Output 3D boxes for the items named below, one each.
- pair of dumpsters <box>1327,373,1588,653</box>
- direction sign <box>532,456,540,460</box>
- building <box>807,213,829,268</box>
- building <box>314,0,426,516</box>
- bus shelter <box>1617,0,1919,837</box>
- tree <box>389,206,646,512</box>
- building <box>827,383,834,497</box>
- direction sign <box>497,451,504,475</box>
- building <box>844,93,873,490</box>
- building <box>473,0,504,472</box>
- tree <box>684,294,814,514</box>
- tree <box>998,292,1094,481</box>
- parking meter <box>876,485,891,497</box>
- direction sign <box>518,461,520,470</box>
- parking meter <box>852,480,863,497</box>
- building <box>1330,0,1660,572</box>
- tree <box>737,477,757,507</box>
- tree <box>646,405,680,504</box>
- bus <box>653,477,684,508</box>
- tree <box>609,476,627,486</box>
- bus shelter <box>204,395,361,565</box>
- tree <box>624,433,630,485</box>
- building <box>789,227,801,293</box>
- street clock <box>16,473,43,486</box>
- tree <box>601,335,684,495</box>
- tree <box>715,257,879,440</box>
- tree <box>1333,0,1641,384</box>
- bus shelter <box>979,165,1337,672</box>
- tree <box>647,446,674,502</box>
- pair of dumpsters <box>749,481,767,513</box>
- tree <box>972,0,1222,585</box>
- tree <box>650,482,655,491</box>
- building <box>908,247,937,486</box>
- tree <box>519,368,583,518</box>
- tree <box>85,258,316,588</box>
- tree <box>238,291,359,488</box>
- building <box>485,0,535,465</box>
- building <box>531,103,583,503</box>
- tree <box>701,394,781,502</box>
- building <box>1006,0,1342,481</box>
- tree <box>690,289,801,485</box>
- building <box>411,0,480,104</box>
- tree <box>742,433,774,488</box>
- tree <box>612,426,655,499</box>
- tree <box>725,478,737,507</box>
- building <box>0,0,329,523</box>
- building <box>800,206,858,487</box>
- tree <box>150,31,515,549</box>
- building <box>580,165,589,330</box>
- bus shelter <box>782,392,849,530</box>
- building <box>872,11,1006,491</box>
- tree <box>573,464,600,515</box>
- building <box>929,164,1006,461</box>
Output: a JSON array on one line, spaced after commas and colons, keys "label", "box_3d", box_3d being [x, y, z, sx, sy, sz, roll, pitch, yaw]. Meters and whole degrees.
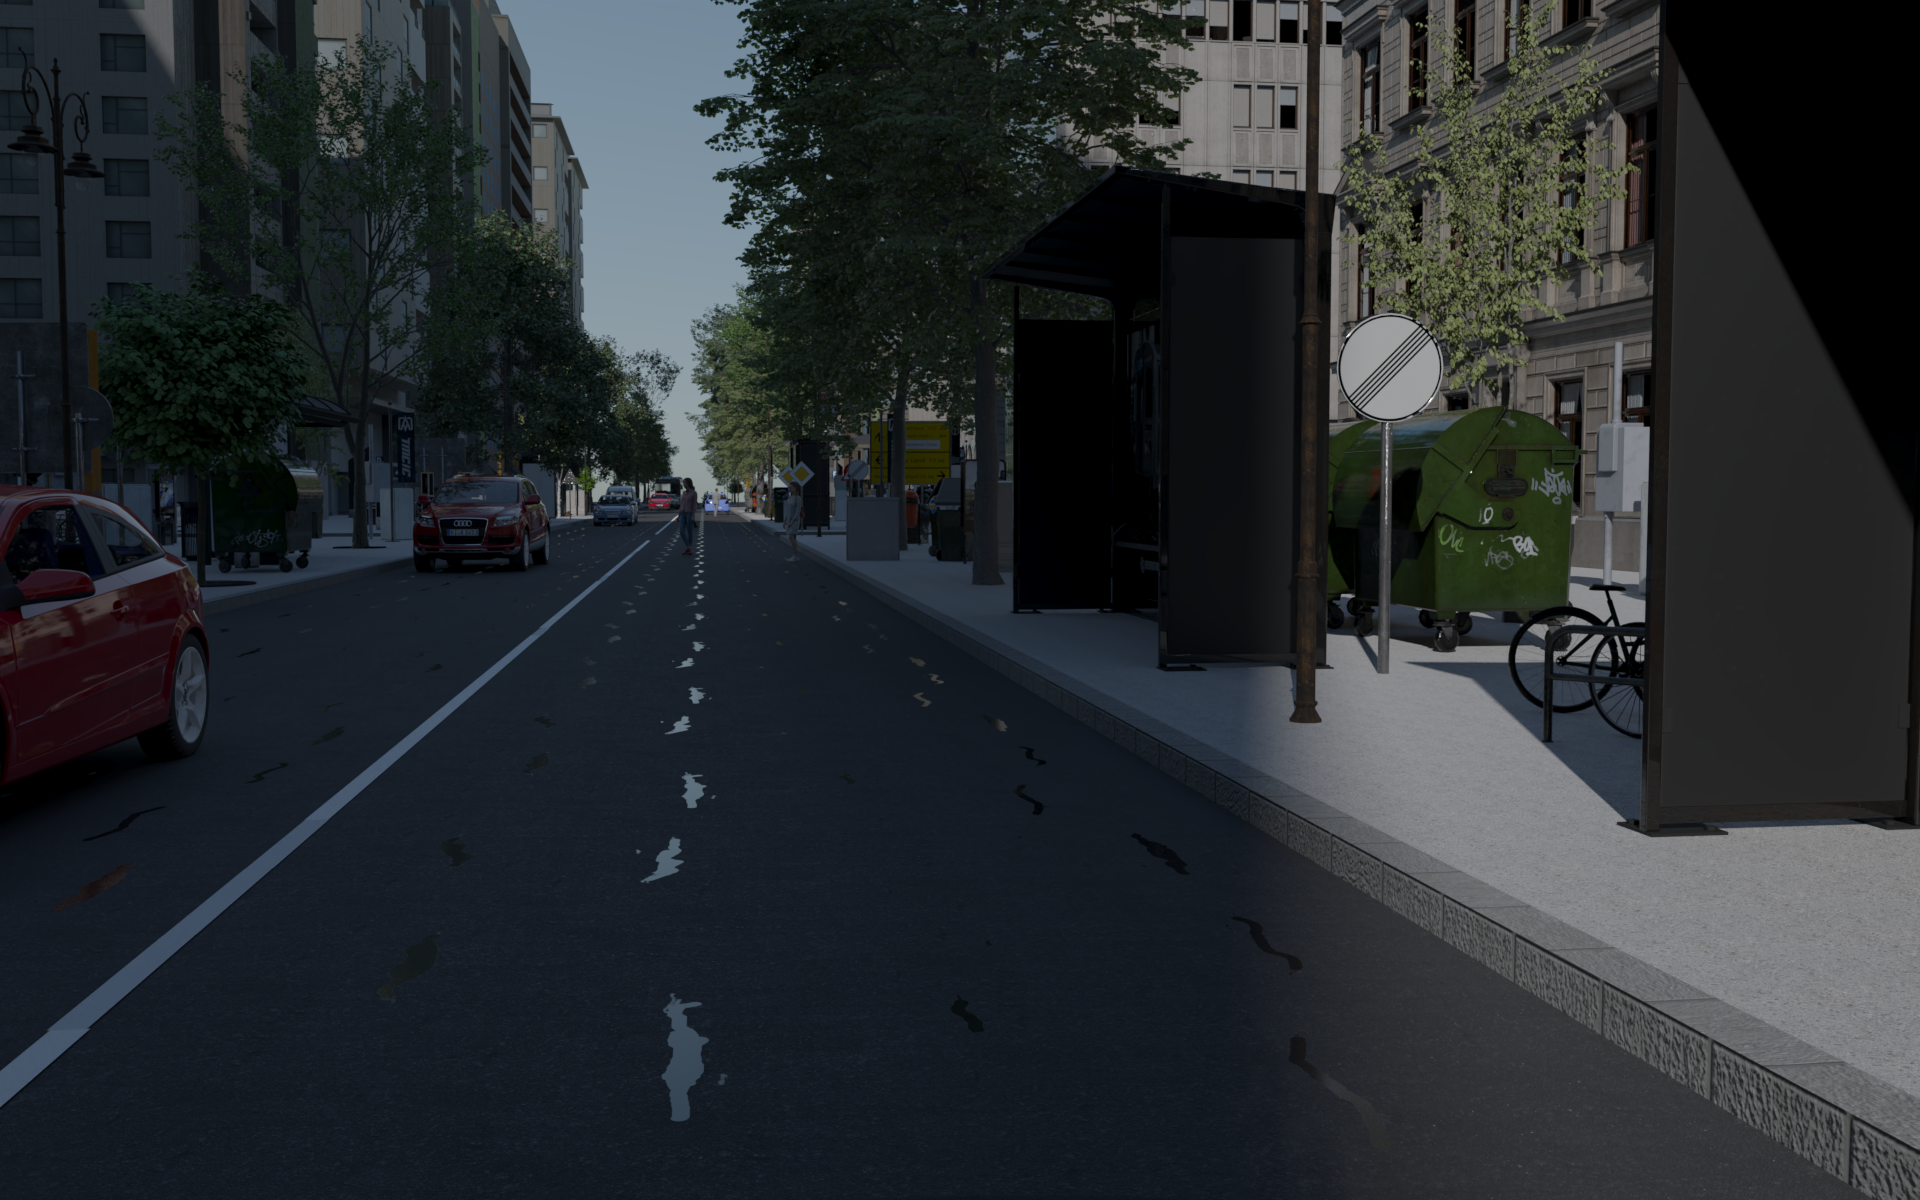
[{"label": "pair of dumpsters", "box_3d": [4.053, -0.826, 15.991, 1.574, 2.255, 4.437, -1, 4, -8]}, {"label": "direction sign", "box_3d": [-19.885, -5.512, 82.116, 0.379, 3.537, 0.876, 3, 5, 43]}, {"label": "building", "box_3d": [-15.314, -34.759, 251.905, 14.154, 41.232, 14.086, -1, 4, -8]}, {"label": "building", "box_3d": [-49.473, -31.866, 110.247, 28.713, 52.752, 27.495, -1, 4, -8]}, {"label": "bus shelter", "box_3d": [3.502, -0.749, 3.537, 1.731, 3.624, 6.357, -1, 4, -8]}, {"label": "tree", "box_3d": [-18.004, -9.310, 69.219, 9.611, 12.733, 9.660, 0, 3, 0]}, {"label": "building", "box_3d": [-12.923, -28.542, 238.363, 14.160, 30.474, 14.107, -1, 4, -8]}, {"label": "direction sign", "box_3d": [-23.326, -5.898, 88.434, 0.876, 3.537, 0.379, 3, 4, 38]}, {"label": "building", "box_3d": [-0.103, -31.703, 172.965, 22.147, 44.769, 28.867, -1, 4, -8]}, {"label": "building", "box_3d": [-47.840, -30.645, 151.160, 14.600, 45.320, 14.200, -1, 4, -8]}, {"label": "tree", "box_3d": [-12.679, -12.478, 110.670, 9.857, 13.997, 8.962, 0, 3, 0]}, {"label": "tree", "box_3d": [2.812, -6.173, 51.299, 4.737, 8.622, 4.395, 0, 3, 0]}, {"label": "parking meter", "box_3d": [-2.793, -3.239, 61.362, 0.372, 1.533, 0.369, 0, 3, 0]}, {"label": "direction sign", "box_3d": [-24.788, -6.428, 97.103, 0.379, 3.537, 0.876, 1, 4, 12]}, {"label": "parking meter", "box_3d": [-3.954, -3.743, 66.909, 0.399, 1.863, 0.255, -2, 4, -34]}, {"label": "building", "box_3d": [15.015, -10.329, 33.511, 10.561, 19.102, 19.286, -1, 4, -8]}, {"label": "tree", "box_3d": [-19.875, -10.438, 165.267, 1.663, 3.219, 1.824, 0, 3, 0]}, {"label": "tree", "box_3d": [-26.148, -12.517, 121.657, 9.611, 12.733, 9.660, 0, 3, 0]}, {"label": "bus", "box_3d": [-30.009, -11.276, 179.214, 2.948, 3.499, 13.247, 0, 4, -7]}, {"label": "tree", "box_3d": [-31.018, -9.935, 157.044, 1.663, 3.219, 1.824, 0, 3, 0]}, {"label": "bus shelter", "box_3d": [-13.185, -2.427, 33.600, 2.014, 3.302, 5.546, -1, 4, -8]}, {"label": "tree", "box_3d": [-35.905, -16.810, 192.969, 7.486, 12.596, 7.792, 0, 3, 0]}, {"label": "building", "box_3d": [-16.733, -40.418, 284.530, 21.300, 48.544, 21.600, -1, 4, -8]}, {"label": "street clock", "box_3d": [-14.281, -1.348, 26.604, 0.358, 2.002, 0.471, 1, 4, 9]}, {"label": "tree", "box_3d": [-39.695, -21.445, 206.514, 12.611, 20.169, 13.585, 0, 3, 0]}, {"label": "tree", "box_3d": [-6.967, -9.175, 75.759, 9.928, 11.665, 9.643, 0, 3, 0]}, {"label": "tree", "box_3d": [7.743, -4.603, 25.617, 4.737, 8.622, 4.395, 0, 3, 0]}, {"label": "bus shelter", "box_3d": [1.507, -1.488, 15.605, 1.731, 3.624, 6.357, -1, 4, -8]}, {"label": "tree", "box_3d": [-42.801, -18.598, 238.483, 7.601, 10.594, 8.767, 0, 4, 3]}, {"label": "pair of dumpsters", "box_3d": [-13.678, -7.136, 119.162, 1.574, 2.255, 4.437, -1, 4, -9]}, {"label": "tree", "box_3d": [-0.035, -6.484, 24.139, 7.486, 12.596, 7.792, 0, 3, 0]}, {"label": "tree", "box_3d": [-49.931, -20.473, 285.101, 4.360, 8.622, 3.978, 0, 3, 0]}, {"label": "building", "box_3d": [2.401, -17.786, 126.960, 11.583, 22.565, 21.152, -1, 4, -8]}, {"label": "tree", "box_3d": [-21.916, -8.801, 94.256, 4.737, 8.622, 4.395, 0, 3, 0]}, {"label": "tree", "box_3d": [-10.680, -2.477, 24.205, 4.285, 4.588, 4.351, 0, 3, 0]}, {"label": "tree", "box_3d": [-24.907, -6.817, 61.823, 4.737, 8.622, 4.395, 0, 3, 0]}, {"label": "building", "box_3d": [-53.372, -33.309, 168.306, 21.300, 48.544, 21.600, -1, 4, -8]}, {"label": "building", "box_3d": [-67.648, -39.548, 235.843, 28.713, 52.752, 27.495, -1, 4, -8]}, {"label": "tree", "box_3d": [-15.255, -11.883, 128.697, 8.767, 10.594, 7.601, 0, 4, -2]}, {"label": "building", "box_3d": [12.936, -15.981, 79.309, 19.932, 24.808, 12.078, -1, 4, -8]}, {"label": "tree", "box_3d": [-17.130, -18.225, 153.875, 12.611, 20.169, 13.585, 0, 3, 0]}, {"label": "building", "box_3d": [-45.832, -27.738, 137.105, 14.154, 41.232, 14.086, -1, 4, -8]}, {"label": "tree", "box_3d": [-16.329, -11.647, 140.796, 4.737, 8.622, 4.395, 0, 3, 0]}, {"label": "tree", "box_3d": [-29.742, -12.389, 152.917, 4.737, 8.622, 4.395, 0, 3, 0]}, {"label": "tree", "box_3d": [-23.021, -11.236, 178.317, 1.663, 3.219, 1.824, 0, 3, 0]}, {"label": "building", "box_3d": [-37.393, -18.706, 77.544, 14.160, 30.474, 14.107, -1, 4, -8]}, {"label": "building", "box_3d": [-17.070, -37.656, 265.791, 14.600, 45.320, 14.200, -1, 4, -8]}, {"label": "tree", "box_3d": [-14.230, -7.010, 40.371, 9.928, 11.665, 9.643, 0, 3, 0]}, {"label": "building", "box_3d": [-71.429, -41.210, 263.026, 28.713, 52.752, 27.495, -1, 4, -8]}, {"label": "bus shelter", "box_3d": [-5.564, -5.378, 65.561, 2.179, 5.291, 8.768, -1, 4, -8]}, {"label": "building", "box_3d": [-0.833, -28.591, 151.054, 14.154, 41.232, 14.086, -1, 4, -8]}, {"label": "tree", "box_3d": [-23.317, -6.908, 107.547, 1.663, 3.219, 1.824, 0, 3, 0]}, {"label": "building", "box_3d": [5.979, -16.069, 104.526, 13.314, 21.916, 24.055, -1, 4, -8]}]
